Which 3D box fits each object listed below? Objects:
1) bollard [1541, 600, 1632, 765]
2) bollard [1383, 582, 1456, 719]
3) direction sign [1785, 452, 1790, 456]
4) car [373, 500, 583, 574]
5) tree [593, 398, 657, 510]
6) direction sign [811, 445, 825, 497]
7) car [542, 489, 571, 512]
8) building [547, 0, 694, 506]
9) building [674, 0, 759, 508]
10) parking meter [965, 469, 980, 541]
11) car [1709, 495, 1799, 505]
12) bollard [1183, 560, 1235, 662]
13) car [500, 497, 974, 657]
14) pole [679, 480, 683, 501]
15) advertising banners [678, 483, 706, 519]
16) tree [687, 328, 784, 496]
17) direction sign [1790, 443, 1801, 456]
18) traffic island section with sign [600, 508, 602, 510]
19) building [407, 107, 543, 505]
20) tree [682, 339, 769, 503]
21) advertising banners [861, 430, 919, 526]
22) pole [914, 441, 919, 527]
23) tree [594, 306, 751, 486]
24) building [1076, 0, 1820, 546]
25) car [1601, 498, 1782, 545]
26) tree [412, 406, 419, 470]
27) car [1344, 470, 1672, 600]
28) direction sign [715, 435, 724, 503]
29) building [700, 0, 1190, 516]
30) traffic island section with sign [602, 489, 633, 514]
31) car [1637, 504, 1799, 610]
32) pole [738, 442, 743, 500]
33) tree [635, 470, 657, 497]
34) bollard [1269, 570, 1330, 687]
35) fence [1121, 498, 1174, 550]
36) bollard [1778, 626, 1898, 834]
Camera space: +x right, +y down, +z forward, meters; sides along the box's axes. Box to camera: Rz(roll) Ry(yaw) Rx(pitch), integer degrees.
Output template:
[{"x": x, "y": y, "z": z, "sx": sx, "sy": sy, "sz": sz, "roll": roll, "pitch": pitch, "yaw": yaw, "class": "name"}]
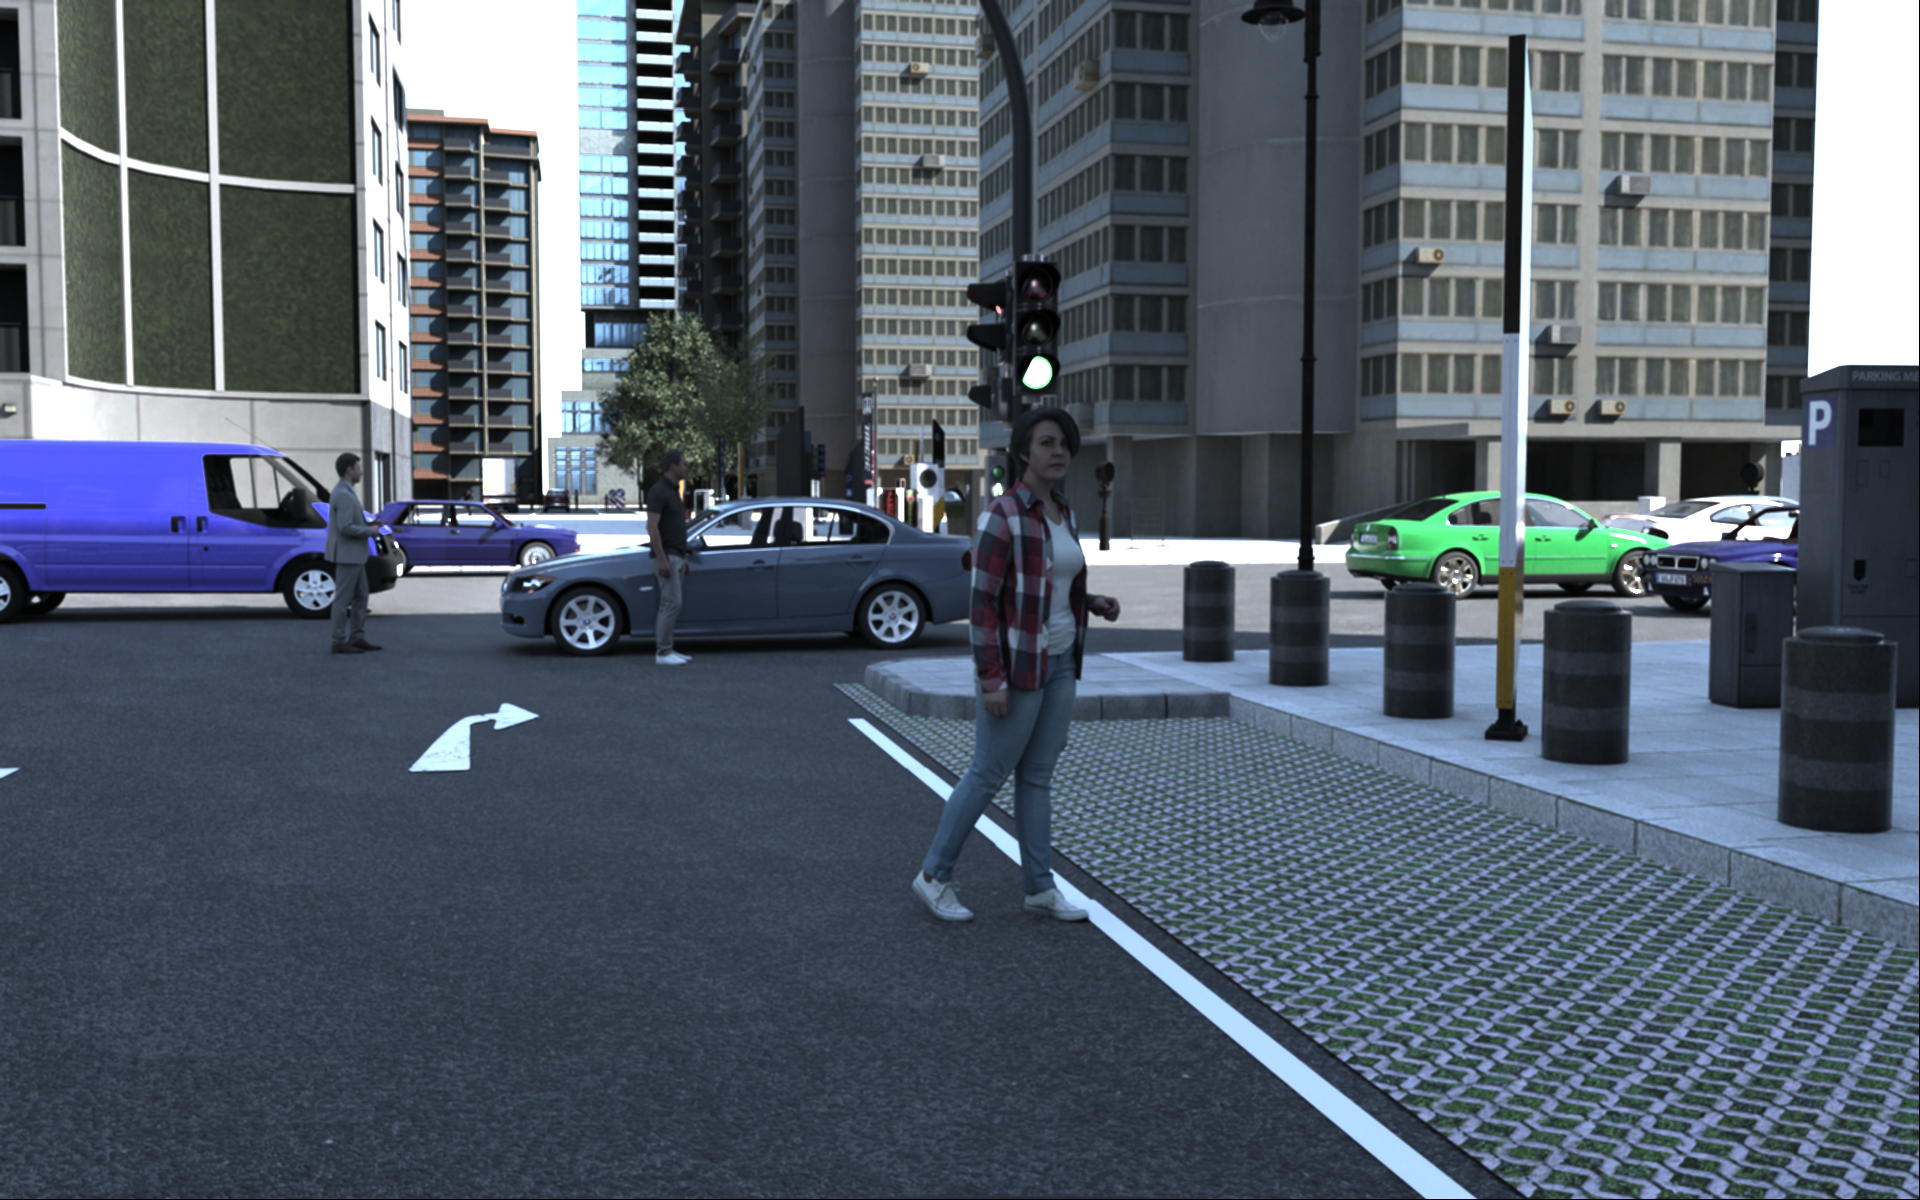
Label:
[{"x": 3.029, "y": 0.388, "z": 8.372, "sx": 0.404, "sy": 0.777, "sz": 0.398, "roll": 0, "pitch": 3, "yaw": 0, "class": "bollard"}, {"x": 2.662, "y": 0.286, "z": 10.040, "sx": 0.404, "sy": 0.777, "sz": 0.398, "roll": 0, "pitch": 3, "yaw": 0, "class": "bollard"}, {"x": 44.704, "y": -6.175, "z": 92.957, "sx": 0.876, "sy": 3.537, "sz": 0.379, "roll": 3, "pitch": 5, "yaw": 44, "class": "direction sign"}, {"x": -8.647, "y": -1.099, "z": 30.555, "sx": 3.894, "sy": 1.354, "sz": 1.945, "roll": -1, "pitch": 4, "yaw": -11, "class": "car"}, {"x": -26.514, "y": -12.683, "z": 141.779, "sx": 7.601, "sy": 10.594, "sz": 8.767, "roll": -1, "pitch": 4, "yaw": -9, "class": "tree"}, {"x": -6.605, "y": -5.344, "z": 79.364, "sx": 0.876, "sy": 3.537, "sz": 0.379, "roll": 1, "pitch": 4, "yaw": 11, "class": "direction sign"}, {"x": -32.240, "y": -7.935, "z": 138.416, "sx": 2.281, "sy": 1.827, "sz": 5.304, "roll": -1, "pitch": 4, "yaw": -13, "class": "car"}, {"x": -33.328, "y": -54.578, "z": 205.015, "sx": 31.000, "sy": 86.520, "sz": 22.319, "roll": -1, "pitch": 4, "yaw": -12, "class": "building"}, {"x": -13.462, "y": -30.447, "z": 152.426, "sx": 22.147, "sy": 44.769, "sz": 28.867, "roll": -1, "pitch": 4, "yaw": -12, "class": "building"}, {"x": 0.294, "y": -2.119, "z": 40.350, "sx": 0.255, "sy": 1.863, "sz": 0.399, "roll": -1, "pitch": 4, "yaw": -21, "class": "parking meter"}, {"x": 15.853, "y": -1.359, "z": 34.224, "sx": 4.499, "sy": 1.417, "sz": 2.014, "roll": -1, "pitch": 4, "yaw": -14, "class": "car"}, {"x": 1.922, "y": 0.082, "z": 13.377, "sx": 0.404, "sy": 0.777, "sz": 0.398, "roll": 0, "pitch": 3, "yaw": 0, "class": "bollard"}, {"x": -2.037, "y": -0.268, "z": 16.382, "sx": 4.499, "sy": 1.417, "sz": 2.014, "roll": -1, "pitch": 4, "yaw": -14, "class": "car"}, {"x": -15.937, "y": -6.423, "z": 98.855, "sx": 0.158, "sy": 3.312, "sz": 0.155, "roll": 0, "pitch": 3, "yaw": 0, "class": "pole"}, {"x": -13.432, "y": -5.458, "z": 85.427, "sx": 2.074, "sy": 3.025, "sz": 0.090, "roll": 2, "pitch": 4, "yaw": 27, "class": "advertising banners"}, {"x": -9.695, "y": -7.682, "z": 75.968, "sx": 4.737, "sy": 8.622, "sz": 4.395, "roll": 0, "pitch": 3, "yaw": 0, "class": "tree"}, {"x": 37.309, "y": -5.195, "z": 76.937, "sx": 0.379, "sy": 3.537, "sz": 0.876, "roll": 3, "pitch": 5, "yaw": 41, "class": "direction sign"}, {"x": -30.862, "y": -8.847, "z": 153.279, "sx": 1.989, "sy": 1.847, "sz": 2.006, "roll": -1, "pitch": 4, "yaw": -12, "class": "traffic island section with sign"}, {"x": -62.746, "y": -33.299, "z": 199.057, "sx": 28.867, "sy": 44.769, "sz": 22.147, "roll": -1, "pitch": 4, "yaw": -12, "class": "building"}, {"x": -11.150, "y": -8.041, "z": 81.827, "sx": 4.360, "sy": 8.622, "sz": 3.978, "roll": 0, "pitch": 3, "yaw": 0, "class": "tree"}, {"x": -1.944, "y": -3.181, "z": 48.200, "sx": 2.074, "sy": 3.025, "sz": 0.090, "roll": -3, "pitch": 5, "yaw": -42, "class": "advertising banners"}, {"x": -1.688, "y": -4.484, "z": 67.155, "sx": 0.158, "sy": 3.312, "sz": 0.155, "roll": 0, "pitch": 3, "yaw": 0, "class": "pole"}, {"x": -17.560, "y": -11.552, "z": 105.887, "sx": 9.611, "sy": 12.733, "sz": 9.660, "roll": 0, "pitch": 3, "yaw": 0, "class": "tree"}, {"x": 14.162, "y": -22.369, "z": 57.621, "sx": 23.993, "sy": 40.220, "sz": 32.217, "roll": -1, "pitch": 4, "yaw": -12, "class": "building"}, {"x": 12.787, "y": -0.971, "z": 28.234, "sx": 4.827, "sy": 1.381, "sz": 2.083, "roll": -1, "pitch": 4, "yaw": -13, "class": "car"}, {"x": -54.022, "y": -15.456, "z": 160.127, "sx": 7.806, "sy": 13.903, "sz": 7.818, "roll": 0, "pitch": 3, "yaw": 0, "class": "tree"}, {"x": 7.849, "y": -0.957, "z": 24.449, "sx": 4.718, "sy": 1.807, "sz": 1.959, "roll": -1, "pitch": 4, "yaw": -11, "class": "car"}, {"x": -9.249, "y": -4.566, "z": 66.651, "sx": 0.379, "sy": 3.537, "sz": 0.876, "roll": -2, "pitch": 4, "yaw": -30, "class": "direction sign"}, {"x": -2.731, "y": -26.669, "z": 127.917, "sx": 32.217, "sy": 40.220, "sz": 23.993, "roll": -1, "pitch": 4, "yaw": -12, "class": "building"}, {"x": -25.019, "y": -7.238, "z": 126.962, "sx": 1.989, "sy": 1.847, "sz": 2.006, "roll": -1, "pitch": 4, "yaw": -12, "class": "traffic island section with sign"}, {"x": 10.314, "y": -0.514, "z": 20.985, "sx": 3.894, "sy": 1.354, "sz": 1.945, "roll": -1, "pitch": 4, "yaw": -14, "class": "car"}, {"x": -8.574, "y": -4.517, "z": 67.702, "sx": 0.158, "sy": 3.312, "sz": 0.155, "roll": 0, "pitch": 3, "yaw": 0, "class": "pole"}, {"x": -24.605, "y": -8.691, "z": 136.691, "sx": 1.663, "sy": 3.219, "sz": 1.824, "roll": 0, "pitch": 3, "yaw": 0, "class": "tree"}, {"x": 2.293, "y": 0.184, "z": 11.703, "sx": 0.404, "sy": 0.777, "sz": 0.398, "roll": 0, "pitch": 3, "yaw": 0, "class": "bollard"}, {"x": 4.453, "y": -1.826, "z": 41.061, "sx": 0.480, "sy": 1.192, "sz": 2.264, "roll": 2, "pitch": 4, "yaw": 27, "class": "fence"}, {"x": 3.401, "y": 0.489, "z": 6.717, "sx": 0.404, "sy": 0.777, "sz": 0.398, "roll": 0, "pitch": 3, "yaw": 0, "class": "bollard"}]
